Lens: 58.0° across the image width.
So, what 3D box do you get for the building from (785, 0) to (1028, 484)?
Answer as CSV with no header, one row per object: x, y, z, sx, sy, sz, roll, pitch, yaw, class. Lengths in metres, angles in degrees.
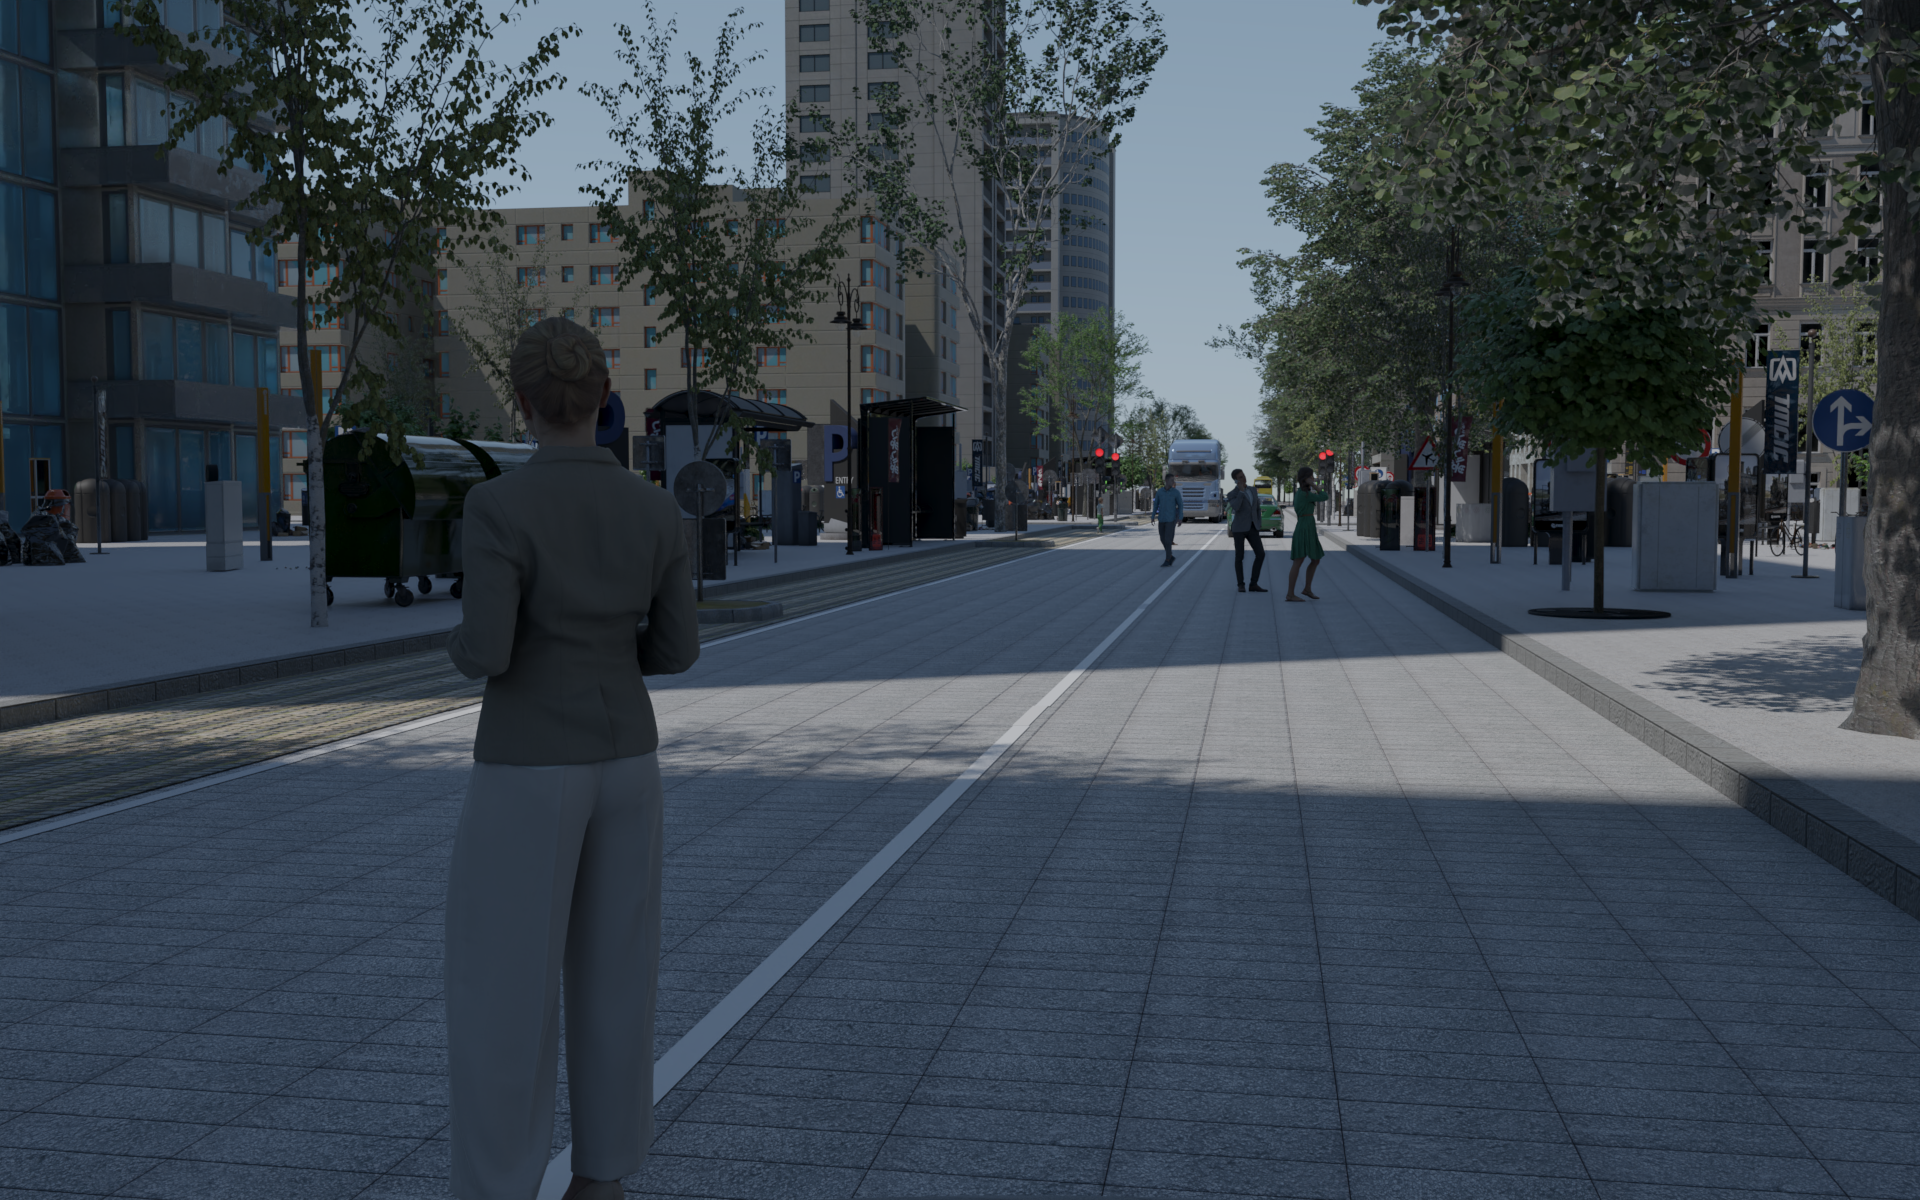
-4.151,-44.539,166.461,20.563,71.187,20.611,1,4,10,building

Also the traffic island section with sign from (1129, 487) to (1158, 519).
10.943,-5.684,101.560,1.989,1.847,2.006,1,4,10,traffic island section with sign

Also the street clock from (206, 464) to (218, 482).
-18.205,-2.302,42.201,0.358,2.002,0.471,-2,4,-31,street clock

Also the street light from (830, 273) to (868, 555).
-2.330,-3.894,36.447,0.468,5.910,1.993,1,4,10,street light

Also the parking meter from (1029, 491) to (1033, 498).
5.154,-7.244,126.856,0.372,1.533,0.369,0,3,0,parking meter

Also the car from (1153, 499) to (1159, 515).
14.283,-6.705,119.214,1.945,1.707,3.694,1,4,10,car

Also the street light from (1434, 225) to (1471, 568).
8.507,-3.503,30.064,0.468,5.910,1.993,1,4,10,street light

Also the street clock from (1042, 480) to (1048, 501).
4.431,-5.244,90.307,0.358,2.002,0.471,1,4,14,street clock

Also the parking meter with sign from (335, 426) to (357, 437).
-15.680,-2.885,43.430,0.543,3.016,1.738,0,4,2,parking meter with sign

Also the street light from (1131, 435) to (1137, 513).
11.834,-8.923,118.684,0.468,5.910,1.993,1,4,10,street light

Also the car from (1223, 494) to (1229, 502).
29.966,-11.309,194.683,2.009,1.686,4.222,1,4,11,car

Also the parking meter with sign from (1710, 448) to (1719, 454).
29.468,-4.276,66.174,1.738,3.016,0.543,-2,4,-25,parking meter with sign

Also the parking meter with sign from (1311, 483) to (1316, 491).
24.990,-7.704,122.220,1.738,3.016,0.543,-2,4,-23,parking meter with sign

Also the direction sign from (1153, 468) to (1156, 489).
17.241,-9.876,153.467,0.379,3.537,0.876,0,4,-7,direction sign

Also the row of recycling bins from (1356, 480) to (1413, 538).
12.512,-2.691,51.106,1.069,1.692,3.534,0,4,-3,row of recycling bins

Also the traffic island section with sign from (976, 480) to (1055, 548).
1.537,-2.352,47.084,1.989,1.847,2.006,1,4,10,traffic island section with sign

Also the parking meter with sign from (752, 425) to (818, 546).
-4.344,-2.877,43.300,1.738,3.016,0.543,2,4,33,parking meter with sign

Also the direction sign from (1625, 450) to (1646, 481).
29.253,-5.078,75.015,0.876,3.537,0.379,2,4,29,direction sign

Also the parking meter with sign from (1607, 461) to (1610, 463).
23.904,-4.244,65.654,1.738,3.016,0.543,-3,5,-39,parking meter with sign

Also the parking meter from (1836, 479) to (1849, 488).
33.095,-3.626,64.988,0.255,1.863,0.399,-1,4,-15,parking meter

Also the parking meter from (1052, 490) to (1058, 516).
5.490,-5.604,100.037,0.372,1.533,0.369,0,3,0,parking meter

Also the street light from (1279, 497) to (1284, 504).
42.419,-15.529,226.685,0.468,5.910,1.993,1,4,10,street light

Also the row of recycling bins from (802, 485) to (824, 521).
-7.656,-4.635,82.890,3.534,1.692,1.069,3,5,44,row of recycling bins

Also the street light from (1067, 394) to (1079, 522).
5.237,-6.559,80.030,0.468,5.910,1.993,1,4,10,street light

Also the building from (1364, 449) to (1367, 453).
76.121,-32.186,297.940,14.160,30.474,14.107,1,4,10,building

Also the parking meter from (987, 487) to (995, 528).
1.210,-3.528,66.100,0.372,1.533,0.369,0,3,0,parking meter

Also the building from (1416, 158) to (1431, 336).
62.311,-32.958,193.483,22.147,44.769,28.867,1,4,10,building

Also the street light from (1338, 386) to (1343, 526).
15.116,-5.869,68.753,0.468,5.910,1.993,1,4,10,street light

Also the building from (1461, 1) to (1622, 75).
51.777,-31.064,158.012,14.600,45.320,14.200,1,4,10,building

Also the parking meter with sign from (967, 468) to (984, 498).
1.280,-7.428,117.708,0.543,3.016,1.738,3,5,44,parking meter with sign

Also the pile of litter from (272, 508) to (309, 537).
-20.435,-2.383,52.927,1.176,0.858,1.719,2,4,33,pile of litter

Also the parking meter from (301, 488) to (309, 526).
-26.522,-3.784,70.282,0.372,1.533,0.369,0,3,0,parking meter

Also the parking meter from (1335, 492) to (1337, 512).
26.095,-6.876,120.840,0.372,1.533,0.369,0,3,0,parking meter

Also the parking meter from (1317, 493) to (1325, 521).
17.202,-4.533,82.524,0.372,1.533,0.369,0,3,0,parking meter

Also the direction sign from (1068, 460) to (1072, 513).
7.390,-7.533,115.166,0.379,3.537,0.876,2,4,32,direction sign

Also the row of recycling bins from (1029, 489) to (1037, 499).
5.911,-7.866,135.716,3.534,1.692,1.069,-2,4,-27,row of recycling bins

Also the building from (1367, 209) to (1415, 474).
77.248,-40.040,278.359,21.300,48.544,21.600,1,4,10,building

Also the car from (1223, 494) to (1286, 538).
9.922,-2.842,58.260,2.131,1.459,4.920,1,4,8,car

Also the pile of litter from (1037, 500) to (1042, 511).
5.303,-6.412,118.796,1.719,0.858,1.176,-1,4,-12,pile of litter

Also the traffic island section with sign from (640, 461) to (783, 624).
-3.127,-0.692,19.947,1.989,1.847,2.006,1,4,10,traffic island section with sign

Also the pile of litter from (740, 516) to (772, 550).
-4.975,-1.619,40.433,1.176,0.858,1.719,0,4,2,pile of litter

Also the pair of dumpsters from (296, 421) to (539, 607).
-6.489,-1.170,21.617,1.574,2.255,4.437,1,4,10,pair of dumpsters

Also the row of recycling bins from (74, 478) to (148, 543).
-22.792,-2.418,46.653,1.069,1.692,3.534,0,4,-6,row of recycling bins

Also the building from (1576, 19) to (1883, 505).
46.400,-18.028,92.023,25.104,27.353,12.463,1,4,10,building

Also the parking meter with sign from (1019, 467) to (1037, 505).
4.052,-7.034,111.268,1.738,3.016,0.543,2,4,34,parking meter with sign

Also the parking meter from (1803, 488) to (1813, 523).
37.236,-4.137,76.056,0.372,1.533,0.369,0,3,0,parking meter

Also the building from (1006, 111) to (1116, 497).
12.202,-44.333,266.840,21.231,58.520,28.212,1,4,10,building

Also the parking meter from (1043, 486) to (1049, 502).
5.485,-6.409,110.490,0.255,1.863,0.399,-1,4,-14,parking meter

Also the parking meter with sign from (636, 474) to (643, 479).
-12.406,-4.255,65.837,0.543,3.016,1.738,3,5,43,parking meter with sign

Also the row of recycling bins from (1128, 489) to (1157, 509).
15.306,-8.454,145.338,1.069,1.692,3.534,3,5,43,row of recycling bins

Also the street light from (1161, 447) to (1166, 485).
18.186,-11.156,155.186,0.468,5.910,1.993,1,4,10,street light

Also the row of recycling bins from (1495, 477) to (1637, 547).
14.753,-2.139,42.090,3.534,1.692,1.069,0,4,1,row of recycling bins

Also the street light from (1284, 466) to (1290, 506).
35.774,-13.165,188.040,0.468,5.910,1.993,1,4,10,street light

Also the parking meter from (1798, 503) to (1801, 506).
41.347,-4.886,85.598,0.399,1.863,0.255,1,4,15,parking meter

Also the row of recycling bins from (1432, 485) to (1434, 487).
17.586,-3.660,66.961,3.534,1.692,1.069,0,4,1,row of recycling bins

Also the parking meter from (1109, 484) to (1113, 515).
9.087,-6.022,104.173,0.255,1.863,0.399,1,4,9,parking meter

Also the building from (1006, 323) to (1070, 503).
-3.104,-21.280,192.969,27.650,21.520,28.899,1,4,10,building
